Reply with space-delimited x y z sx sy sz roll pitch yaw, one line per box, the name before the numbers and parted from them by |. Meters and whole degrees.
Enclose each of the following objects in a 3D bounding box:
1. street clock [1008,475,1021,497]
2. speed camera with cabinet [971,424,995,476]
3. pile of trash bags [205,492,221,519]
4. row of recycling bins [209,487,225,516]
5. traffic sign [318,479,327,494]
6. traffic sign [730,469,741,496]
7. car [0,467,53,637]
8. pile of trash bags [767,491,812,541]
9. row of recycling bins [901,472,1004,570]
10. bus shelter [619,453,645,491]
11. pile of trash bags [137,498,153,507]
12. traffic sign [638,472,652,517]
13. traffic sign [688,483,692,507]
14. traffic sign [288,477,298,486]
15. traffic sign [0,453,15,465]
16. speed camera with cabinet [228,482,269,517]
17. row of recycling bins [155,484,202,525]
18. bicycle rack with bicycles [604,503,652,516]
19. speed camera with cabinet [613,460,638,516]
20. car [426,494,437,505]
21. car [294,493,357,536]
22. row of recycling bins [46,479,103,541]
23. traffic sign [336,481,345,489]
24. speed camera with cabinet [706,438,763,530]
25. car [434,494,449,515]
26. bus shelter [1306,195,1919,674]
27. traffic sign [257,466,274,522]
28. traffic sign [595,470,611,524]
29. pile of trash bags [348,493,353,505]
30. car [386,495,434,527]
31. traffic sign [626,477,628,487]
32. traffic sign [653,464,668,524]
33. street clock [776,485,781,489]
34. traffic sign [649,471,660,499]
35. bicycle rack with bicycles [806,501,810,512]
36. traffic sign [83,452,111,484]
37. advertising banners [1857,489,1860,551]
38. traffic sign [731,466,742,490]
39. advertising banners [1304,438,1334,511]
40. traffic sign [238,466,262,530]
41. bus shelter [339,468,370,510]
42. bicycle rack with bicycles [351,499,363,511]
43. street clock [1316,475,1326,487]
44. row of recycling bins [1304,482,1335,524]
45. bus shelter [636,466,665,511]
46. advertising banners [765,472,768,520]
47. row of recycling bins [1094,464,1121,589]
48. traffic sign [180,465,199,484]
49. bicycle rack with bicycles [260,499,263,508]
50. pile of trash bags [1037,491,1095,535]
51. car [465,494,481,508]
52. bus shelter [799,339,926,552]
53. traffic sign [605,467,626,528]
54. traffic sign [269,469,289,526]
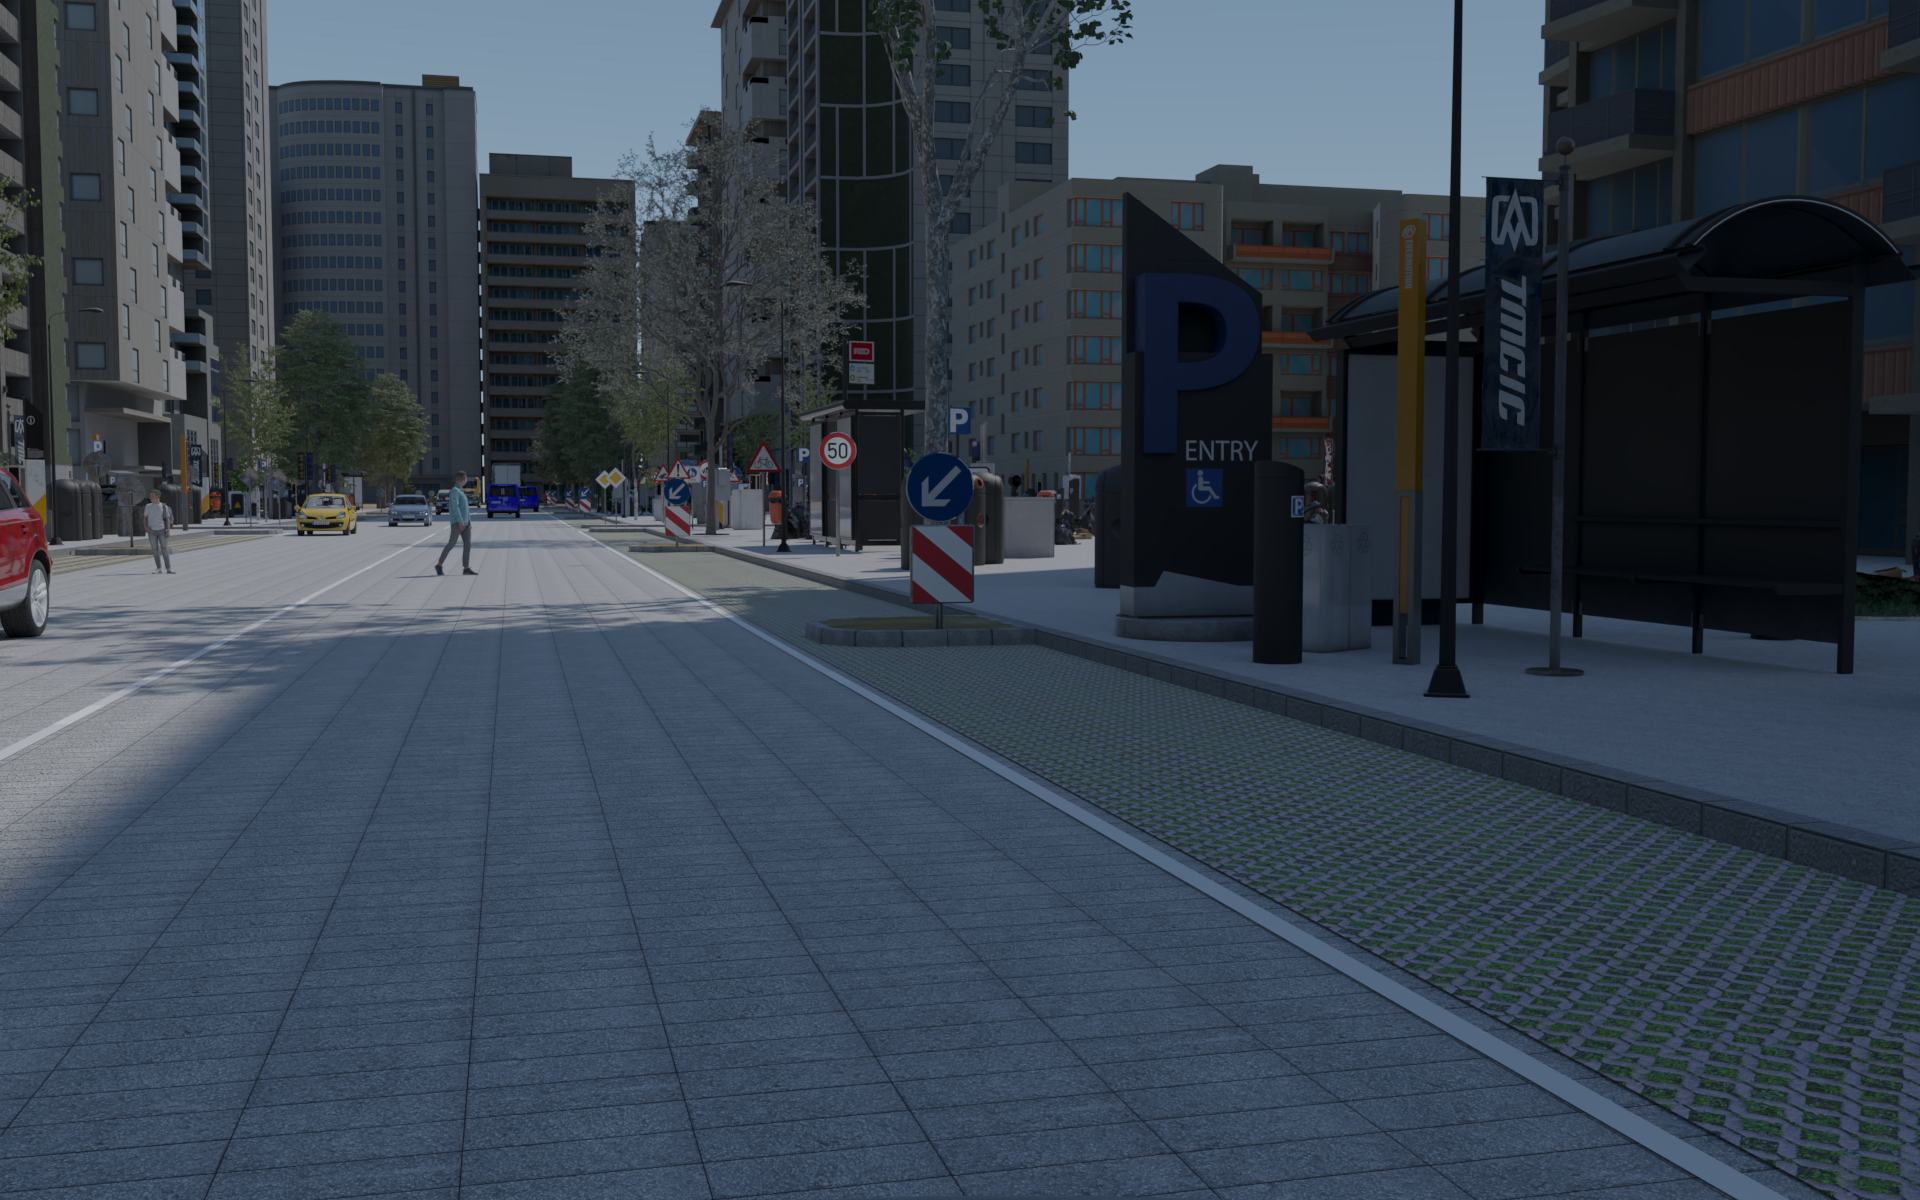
street clock | 2.061 -3.708 65.193 0.471 2.002 0.358 -3 4 -36
speed camera with cabinet | -0.048 -3.349 49.098 2.038 3.252 0.660 0 4 -2
pile of trash bags | -39.300 -4.865 89.294 1.912 1.369 3.447 1 4 12
row of recycling bins | -44.022 -5.773 101.497 1.069 1.692 3.534 1 4 22
traffic sign | -49.467 -8.136 134.211 0.795 2.450 0.064 -1 4 -10
traffic sign | -10.143 -4.687 76.638 0.884 2.594 0.081 -1 4 -10
car | -9.887 -0.431 15.723 2.281 1.827 5.304 -1 4 -13
pile of trash bags | -4.530 -2.405 49.067 1.912 1.369 3.447 1 4 19
row of recycling bins | -0.140 -1.443 30.701 1.069 1.692 3.534 1 4 21
bus shelter | -26.365 -9.815 138.107 2.179 5.291 8.768 -1 4 -14
pile of trash bags | -48.797 -5.750 103.766 3.447 1.369 1.912 0 4 -5
traffic sign | -17.891 -6.040 98.753 0.884 2.594 0.081 0 4 -7
traffic sign | -15.516 -6.128 100.299 0.768 2.556 0.104 -1 4 -13
traffic sign | -49.561 -7.867 128.729 0.768 2.556 0.104 -1 4 -9
traffic sign | -29.378 -3.260 53.412 0.768 2.556 0.104 -1 4 -8
speed camera with cabinet | -39.322 -6.201 95.721 2.038 3.252 0.660 -1 4 -18
row of recycling bins | -32.839 -4.011 72.698 1.069 1.692 3.534 0 4 -4
bicycle rack with bicycles | -19.776 -5.533 103.844 2.925 0.926 2.852 0 4 -6
speed camera with cabinet | -19.324 -6.467 100.064 0.660 3.252 2.038 1 4 16
car | -62.297 -11.941 205.025 2.009 1.686 4.222 -1 4 -14
car | -22.175 -3.085 60.671 2.015 1.641 3.980 -1 4 -14
row of recycling bins | -24.732 -2.531 48.496 1.069 1.692 3.534 -1 4 -15
traffic sign | -48.450 -8.156 135.477 0.606 2.300 0.079 -1 4 -9
speed camera with cabinet | -8.055 -4.133 61.907 2.038 3.252 0.660 -3 5 -40
car | -35.474 -6.756 120.247 2.009 1.686 4.222 -1 4 -14
bus shelter | 5.019 -1.255 14.445 2.014 3.302 5.546 -1 4 -14
traffic sign | -31.526 -4.802 78.624 0.768 2.556 0.104 -1 4 -12
traffic sign | -14.981 -4.248 73.096 0.795 2.450 0.064 -1 4 -14
pile of trash bags | -46.477 -7.274 128.684 1.912 1.369 3.447 2 4 32
car | -24.574 -4.004 77.465 2.014 1.417 4.499 -1 4 -15
traffic sign | -25.381 -8.027 131.339 0.768 2.556 0.104 -1 4 -11
traffic sign | -12.780 -4.565 74.647 0.884 2.594 0.081 -1 4 -13
street clock | -14.156 -8.015 135.607 0.358 2.002 0.471 2 4 31
traffic sign | -16.437 -5.715 93.547 0.768 2.556 0.104 -1 4 -10
bicycle rack with bicycles | -7.246 -5.012 95.329 2.852 0.926 2.925 -3 5 -43
traffic sign | -25.946 -3.180 52.105 0.768 2.556 0.104 -1 4 -12
advertising banners | 12.393 -1.809 25.768 0.090 3.025 2.074 -2 4 -30
traffic sign | -10.429 -4.873 79.773 0.768 2.556 0.104 0 4 -6
advertising banners | 11.665 -3.719 56.988 0.090 3.025 2.074 -1 4 -23
traffic sign | -25.475 -3.580 62.171 0.795 2.450 0.064 -1 4 -14
bus shelter | -48.556 -8.874 139.011 2.014 3.302 5.546 -1 4 -15
bicycle rack with bicycles | -46.920 -7.240 131.760 2.852 0.926 2.925 1 4 10
street clock | 13.637 -3.713 65.285 0.358 2.002 0.471 -1 4 -16
row of recycling bins | 13.569 -3.255 60.334 3.534 1.692 1.069 -1 4 -17
bus shelter | -22.618 -8.150 127.171 2.014 3.302 5.546 -1 4 -15
advertising banners | -9.739 -5.504 86.172 0.090 3.025 2.074 0 4 5
row of recycling bins | 3.203 -1.076 24.706 3.534 1.692 1.069 -3 5 -44
traffic sign | -33.836 -4.647 76.079 0.768 2.556 0.104 0 4 -7
bicycle rack with bicycles | -47.863 -6.626 121.713 2.852 0.926 2.925 0 4 -3
pile of trash bags | 4.088 -2.724 54.287 3.447 1.369 1.912 0 4 0
car | -50.999 -10.329 180.670 2.131 1.459 4.920 -1 4 -13
bus shelter | -2.627 -3.982 42.735 2.179 5.291 8.768 -1 4 -14
traffic sign | -12.984 -3.775 65.364 0.795 2.450 0.064 -1 4 -14
traffic sign | -27.472 -4.053 69.903 0.795 2.450 0.064 -1 4 -14
